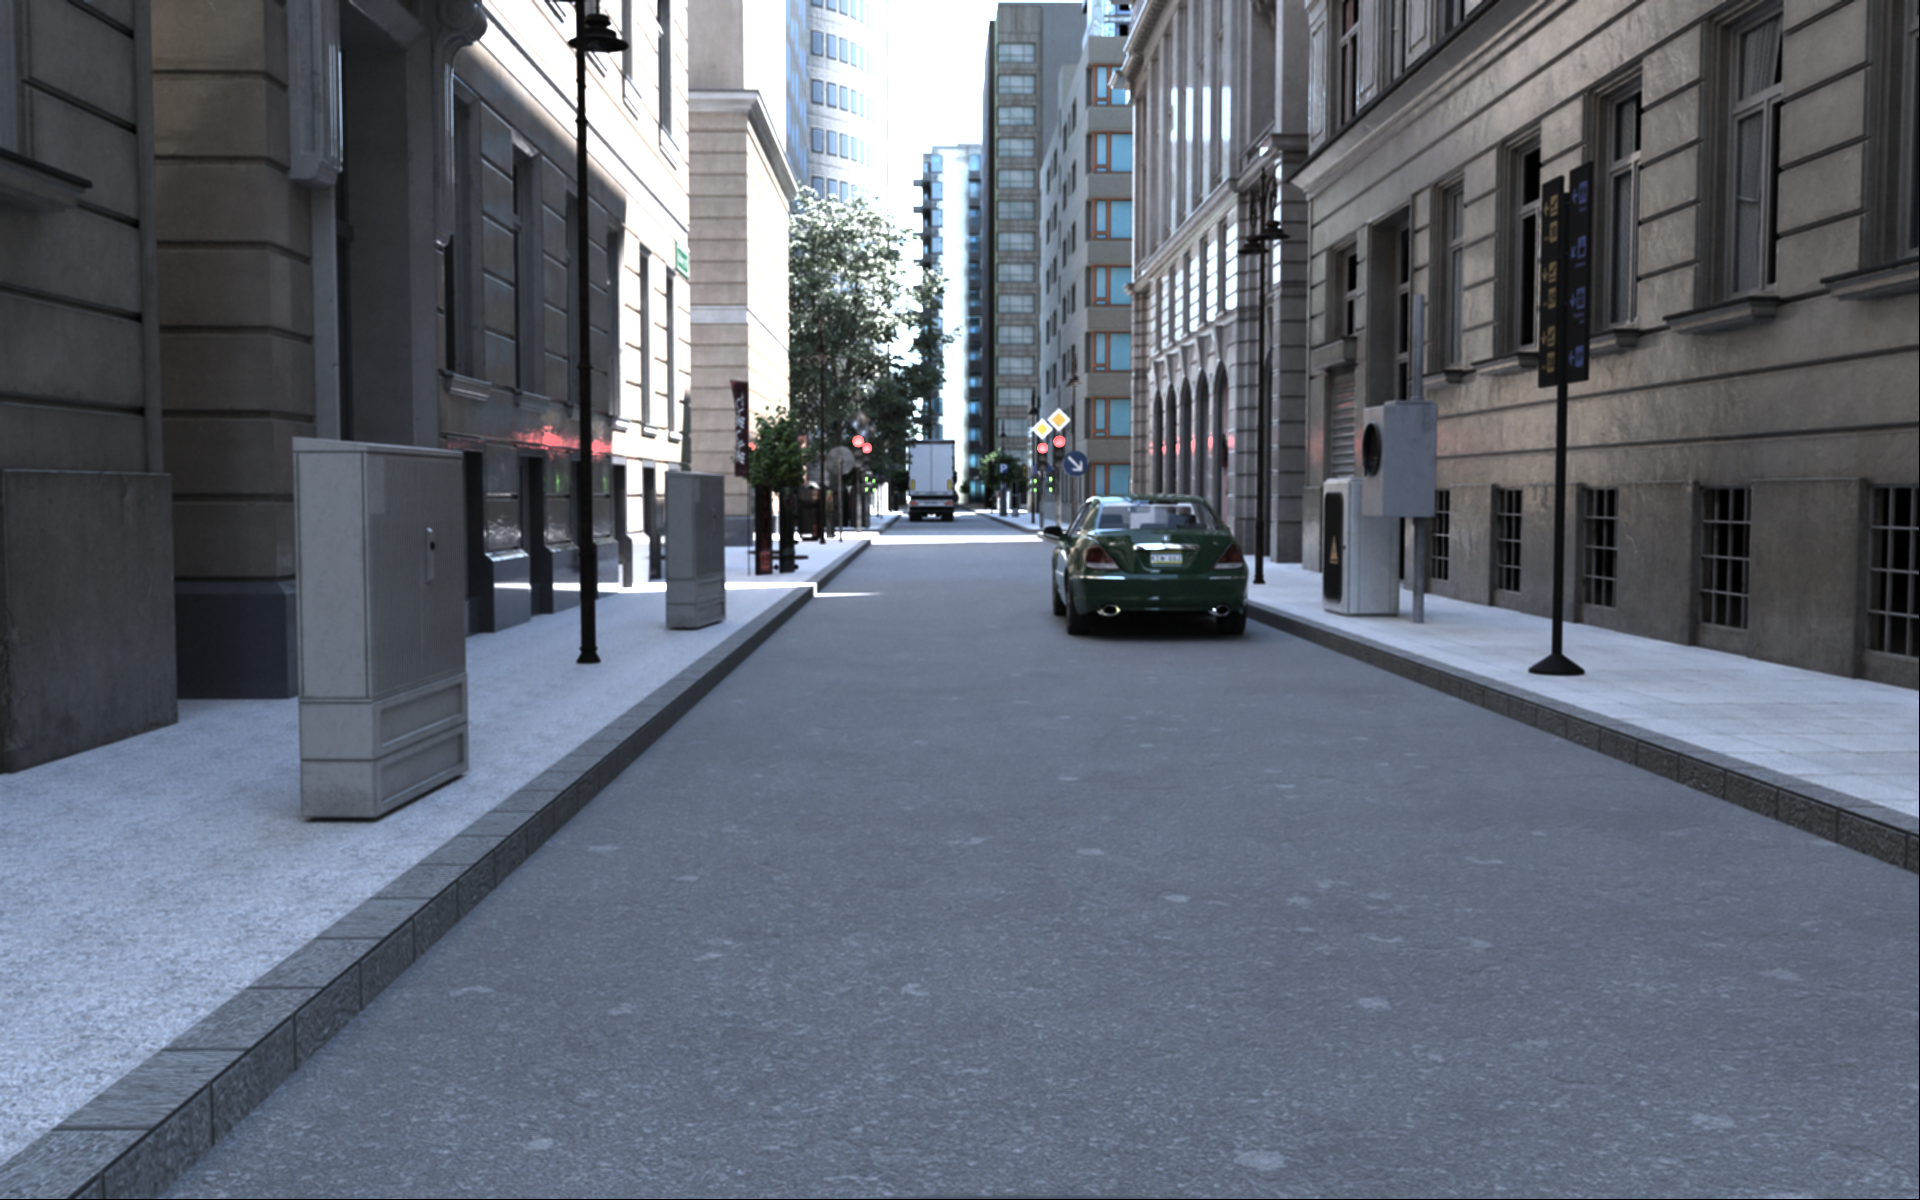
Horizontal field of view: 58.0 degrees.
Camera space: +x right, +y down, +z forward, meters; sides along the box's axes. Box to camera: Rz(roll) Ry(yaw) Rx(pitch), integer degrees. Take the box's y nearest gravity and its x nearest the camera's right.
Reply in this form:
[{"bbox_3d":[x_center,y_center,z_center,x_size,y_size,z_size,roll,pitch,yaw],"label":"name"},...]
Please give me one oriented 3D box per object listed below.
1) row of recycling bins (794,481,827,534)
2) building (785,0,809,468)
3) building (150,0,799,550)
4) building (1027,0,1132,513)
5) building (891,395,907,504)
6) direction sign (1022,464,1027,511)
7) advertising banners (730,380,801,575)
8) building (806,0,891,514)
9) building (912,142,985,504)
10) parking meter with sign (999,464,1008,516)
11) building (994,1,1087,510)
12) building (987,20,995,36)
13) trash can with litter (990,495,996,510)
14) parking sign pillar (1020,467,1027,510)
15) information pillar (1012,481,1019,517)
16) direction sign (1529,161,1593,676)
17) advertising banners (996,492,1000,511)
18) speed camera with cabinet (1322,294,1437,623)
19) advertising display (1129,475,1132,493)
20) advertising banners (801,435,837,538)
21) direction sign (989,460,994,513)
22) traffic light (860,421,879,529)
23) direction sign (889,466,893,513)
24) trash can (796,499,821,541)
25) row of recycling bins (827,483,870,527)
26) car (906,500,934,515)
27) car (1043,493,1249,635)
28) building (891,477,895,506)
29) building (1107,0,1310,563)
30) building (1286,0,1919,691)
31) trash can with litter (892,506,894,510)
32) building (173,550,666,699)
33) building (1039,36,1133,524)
[{"bbox_3d":[-6.260,-3.023,56.541,3.534,1.692,1.069,0,4,6],"label":"row of recycling bins"},{"bbox_3d":[-14.859,-26.559,84.348,14.600,45.320,14.200,0,4,-1],"label":"building"},{"bbox_3d":[-14.908,-16.015,47.745,20.117,28.700,13.634,0,4,-1],"label":"building"},{"bbox_3d":[16.357,-48.647,108.054,22.319,86.520,31.000,0,4,-1],"label":"building"},{"bbox_3d":[-22.734,-56.257,232.481,31.000,86.520,22.319,0,4,-1],"label":"building"},{"bbox_3d":[5.087,-8.490,130.806,0.876,3.537,0.379,0,4,4],"label":"direction sign"},{"bbox_3d":[-3.112,-1.919,27.564,0.090,3.025,2.074,2,4,23],"label":"advertising banners"},{"bbox_3d":[-15.601,-35.296,119.090,21.231,58.520,28.212,0,4,-1],"label":"building"},{"bbox_3d":[8.783,-37.661,235.370,30.456,49.044,23.786,0,4,-1],"label":"building"},{"bbox_3d":[2.513,-6.332,99.787,0.543,3.016,1.738,0,4,2],"label":"parking meter with sign"},{"bbox_3d":[9.901,-28.419,148.237,14.154,41.232,14.086,0,4,-1],"label":"building"},{"bbox_3d":[9.331,-31.322,162.220,14.600,45.320,14.200,0,4,-1],"label":"building"},{"bbox_3d":[2.878,-7.734,137.844,0.624,1.170,1.055,3,5,39],"label":"trash can with litter"},{"bbox_3d":[5.453,-9.081,136.945,1.447,3.967,1.447,2,4,29],"label":"parking sign pillar"},{"bbox_3d":[3.123,-5.706,97.777,0.304,2.012,0.304,2,4,28],"label":"information pillar"},{"bbox_3d":[4.279,-1.243,12.316,0.379,3.537,0.876,0,4,-2],"label":"direction sign"},{"bbox_3d":[2.956,-8.234,130.820,0.090,3.025,2.074,1,4,14],"label":"advertising banners"},{"bbox_3d":[4.316,-1.444,17.947,0.660,3.252,2.038,0,4,-4],"label":"speed camera with cabinet"},{"bbox_3d":[6.074,-3.182,57.236,0.974,1.923,0.123,1,4,14],"label":"advertising display"},{"bbox_3d":[-4.204,-3.345,50.882,0.090,3.025,2.074,-3,4,-36],"label":"advertising banners"},{"bbox_3d":[2.133,-7.624,116.642,0.379,3.537,0.876,1,4,22],"label":"direction sign"},{"bbox_3d":[-3.429,-4.606,64.236,0.839,4.253,0.868,0,4,-1],"label":"traffic light"},{"bbox_3d":[-4.640,-7.611,116.444,0.379,3.537,0.876,0,4,-3],"label":"direction sign"},{"bbox_3d":[-4.119,-2.194,47.527,0.748,1.137,0.748,0,3,0],"label":"trash can"},{"bbox_3d":[-5.054,-3.688,67.411,3.534,1.692,1.069,2,4,30],"label":"row of recycling bins"},{"bbox_3d":[-2.663,-6.462,117.657,2.014,1.417,4.499,0,4,-3],"label":"car"},{"bbox_3d":[2.006,-0.445,19.080,2.131,1.459,4.920,0,4,0],"label":"car"},{"bbox_3d":[-22.955,-29.830,179.605,32.217,40.220,23.993,0,4,-1],"label":"building"},{"bbox_3d":[11.527,-12.316,43.173,13.314,21.916,24.055,0,4,-1],"label":"building"},{"bbox_3d":[13.386,-11.103,14.820,16.112,22.955,30.059,0,4,-1],"label":"building"},{"bbox_3d":[-5.671,-7.806,139.008,1.055,1.170,0.624,-1,4,-13],"label":"trash can with litter"},{"bbox_3d":[-10.612,-14.289,19.535,13.634,28.700,20.117,0,4,-1],"label":"building"},{"bbox_3d":[19.012,-14.355,79.743,28.899,21.520,27.650,0,4,-1],"label":"building"}]
